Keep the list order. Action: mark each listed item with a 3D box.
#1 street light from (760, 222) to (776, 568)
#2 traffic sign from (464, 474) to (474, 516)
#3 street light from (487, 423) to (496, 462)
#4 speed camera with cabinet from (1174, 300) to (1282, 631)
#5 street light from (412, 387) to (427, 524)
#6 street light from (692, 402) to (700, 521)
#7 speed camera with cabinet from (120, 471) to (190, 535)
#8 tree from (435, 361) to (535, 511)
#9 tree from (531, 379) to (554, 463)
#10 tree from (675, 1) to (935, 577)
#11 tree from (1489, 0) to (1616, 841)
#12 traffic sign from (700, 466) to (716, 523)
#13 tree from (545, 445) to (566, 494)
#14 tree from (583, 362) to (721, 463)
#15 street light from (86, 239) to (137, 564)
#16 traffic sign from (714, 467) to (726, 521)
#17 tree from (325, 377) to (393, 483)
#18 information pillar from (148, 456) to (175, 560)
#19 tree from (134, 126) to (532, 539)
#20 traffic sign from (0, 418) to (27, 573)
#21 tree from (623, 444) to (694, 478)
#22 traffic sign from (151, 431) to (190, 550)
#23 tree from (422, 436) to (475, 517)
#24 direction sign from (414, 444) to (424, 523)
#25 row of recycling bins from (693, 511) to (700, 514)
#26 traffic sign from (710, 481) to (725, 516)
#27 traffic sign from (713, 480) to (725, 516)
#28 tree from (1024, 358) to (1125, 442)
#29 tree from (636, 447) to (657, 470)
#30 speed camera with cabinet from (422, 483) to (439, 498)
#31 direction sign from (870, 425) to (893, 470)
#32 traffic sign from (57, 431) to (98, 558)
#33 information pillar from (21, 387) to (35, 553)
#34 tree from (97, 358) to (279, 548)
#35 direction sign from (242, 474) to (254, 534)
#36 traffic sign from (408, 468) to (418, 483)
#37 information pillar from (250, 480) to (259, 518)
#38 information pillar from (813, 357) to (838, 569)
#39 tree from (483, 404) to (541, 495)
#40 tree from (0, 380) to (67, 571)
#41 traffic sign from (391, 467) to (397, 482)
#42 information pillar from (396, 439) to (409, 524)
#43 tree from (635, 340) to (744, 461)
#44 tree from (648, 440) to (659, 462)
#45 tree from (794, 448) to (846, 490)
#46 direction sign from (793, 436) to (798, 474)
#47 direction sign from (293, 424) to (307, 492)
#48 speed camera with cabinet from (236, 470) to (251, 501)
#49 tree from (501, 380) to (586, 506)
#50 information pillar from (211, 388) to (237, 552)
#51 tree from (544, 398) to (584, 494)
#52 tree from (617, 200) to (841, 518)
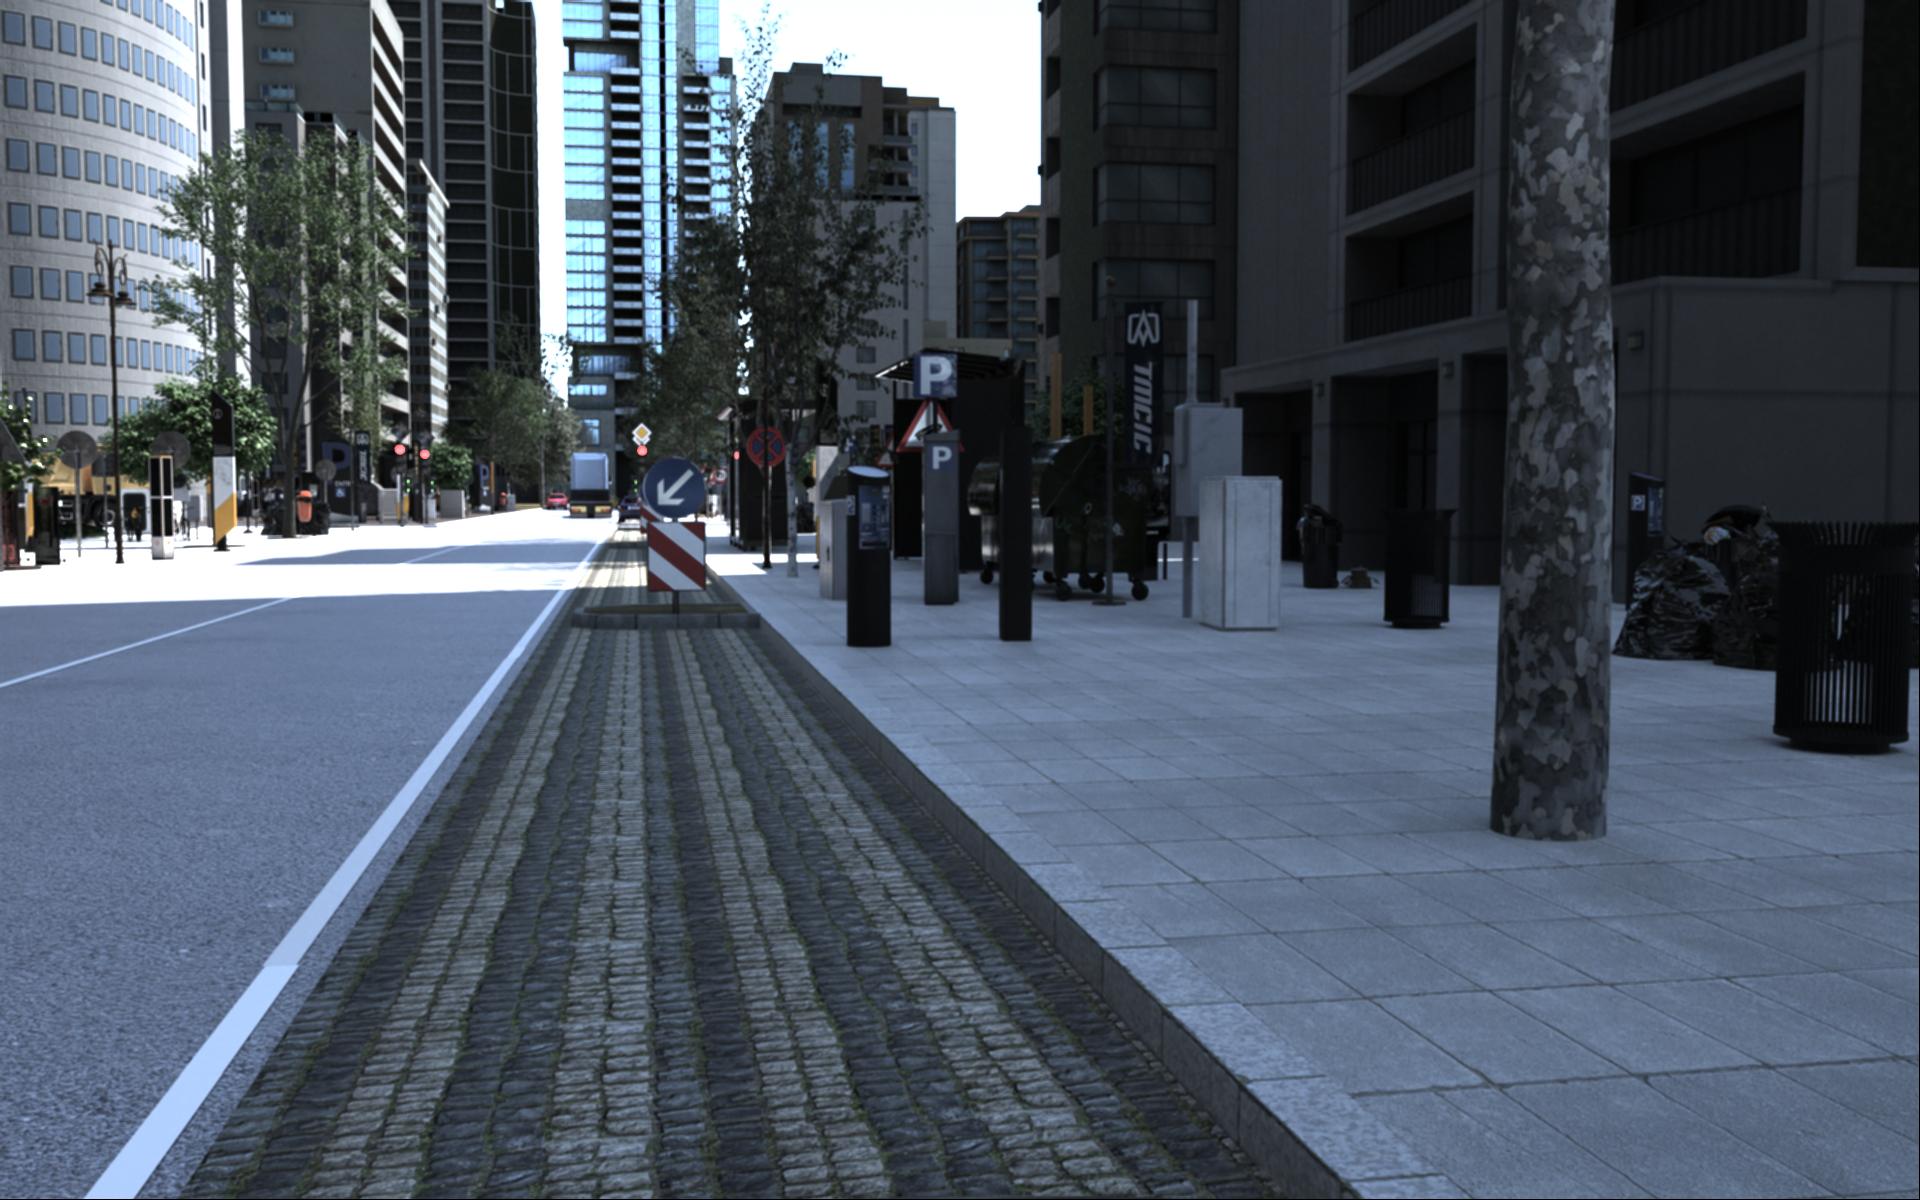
[{"bbox_3d":[-3.335,-3.484,29.752,0.468,5.910,1.993,-1,4,-11],"label":"street light"},{"bbox_3d":[-28.564,-6.132,100.357,0.768,2.556,0.104,0,4,-4],"label":"traffic sign"},{"bbox_3d":[-30.623,-8.598,113.372,0.468,5.910,1.993,-1,4,-11],"label":"street light"},{"bbox_3d":[2.625,-1.391,17.075,0.660,3.252,2.038,0,4,-6],"label":"speed camera with cabinet"},{"bbox_3d":[-23.419,-6.264,75.211,0.468,5.910,1.993,-1,4,-11],"label":"street light"},{"bbox_3d":[-10.390,-5.829,68.093,0.468,5.910,1.993,-1,4,-11],"label":"street light"},{"bbox_3d":[-25.523,-3.701,54.853,2.038,3.252,0.660,-1,4,-22],"label":"speed camera with cabinet"},{"bbox_3d":[-33.765,-11.505,122.523,8.767,10.594,7.601,2,4,35],"label":"tree"},{"bbox_3d":[-37.192,-13.298,143.176,9.928,11.665,9.643,0,3,0],"label":"tree"},{"bbox_3d":[-2.544,-4.649,26.381,4.360,8.622,3.978,0,3,0],"label":"tree"},{"bbox_3d":[2.965,-9.259,7.278,12.611,20.169,13.585,0,3,0],"label":"tree"},{"bbox_3d":[-11.361,-4.762,77.964,0.768,2.556,0.104,0,4,-4],"label":"traffic sign"},{"bbox_3d":[-47.765,-15.385,201.908,4.360,8.622,3.978,0,3,0],"label":"tree"},{"bbox_3d":[-26.048,-14.873,153.546,12.009,13.543,11.850,0,3,0],"label":"tree"},{"bbox_3d":[-15.418,-3.598,31.610,0.468,5.910,1.993,-1,4,-11],"label":"street light"},{"bbox_3d":[-11.212,-4.958,81.176,0.768,2.556,0.104,0,4,-4],"label":"traffic sign"},{"bbox_3d":[-35.181,-9.284,102.157,4.737,8.622,4.395,0,3,0],"label":"tree"},{"bbox_3d":[-15.511,-1.783,33.650,0.304,2.012,0.304,1,4,17],"label":"information pillar"},{"bbox_3d":[-19.243,-7.560,49.360,9.928,11.665,9.643,0,3,0],"label":"tree"},{"bbox_3d":[-15.674,-1.727,28.248,0.884,2.594,0.081,0,4,-1],"label":"traffic sign"},{"bbox_3d":[-36.650,-18.143,213.641,9.611,12.733,9.660,0,3,0],"label":"tree"},{"bbox_3d":[-15.925,-2.132,34.967,0.768,2.556,0.104,0,4,-3],"label":"traffic sign"},{"bbox_3d":[-28.969,-6.957,97.459,4.285,4.588,4.351,0,3,0],"label":"tree"},{"bbox_3d":[-24.344,-5.257,77.953,0.379,3.537,0.876,1,4,9],"label":"direction sign"},{"bbox_3d":[-17.637,-6.383,111.479,1.069,1.692,3.534,-2,4,-29],"label":"row of recycling bins"},{"bbox_3d":[-14.448,-6.311,103.184,0.884,2.594,0.081,-1,4,-9],"label":"traffic sign"},{"bbox_3d":[-14.226,-6.257,102.406,0.768,2.556,0.104,0,4,-2],"label":"traffic sign"},{"bbox_3d":[3.167,-3.562,41.951,4.285,4.588,4.351,0,3,0],"label":"tree"},{"bbox_3d":[-29.316,-13.371,168.979,4.737,8.622,4.395,0,3,0],"label":"tree"},{"bbox_3d":[-43.587,-9.014,141.707,2.038,3.252,0.660,0,4,2],"label":"speed camera with cabinet"},{"bbox_3d":[-2.530,-3.950,56.574,0.876,3.537,0.379,1,4,23],"label":"direction sign"},{"bbox_3d":[-17.700,-2.119,34.747,0.768,2.556,0.104,-1,4,-9],"label":"traffic sign"},{"bbox_3d":[-20.347,-2.841,37.807,0.183,3.616,0.504,-3,4,-38],"label":"information pillar"},{"bbox_3d":[-18.145,-3.569,42.061,4.285,4.588,4.351,0,3,0],"label":"tree"},{"bbox_3d":[-23.222,-3.939,56.401,0.379,3.537,0.876,-2,4,-29],"label":"direction sign"},{"bbox_3d":[-26.510,-5.135,84.057,0.768,2.556,0.104,0,4,-2],"label":"traffic sign"},{"bbox_3d":[-37.083,-5.295,91.068,0.304,2.012,0.304,-3,5,-43],"label":"information pillar"},{"bbox_3d":[-2.305,-2.355,29.858,0.183,3.616,0.504,3,4,38],"label":"information pillar"},{"bbox_3d":[-34.548,-11.151,132.677,4.360,8.622,3.978,0,3,0],"label":"tree"},{"bbox_3d":[-16.050,-2.127,29.371,1.663,3.219,1.824,0,3,0],"label":"tree"},{"bbox_3d":[-25.060,-4.729,77.432,0.768,2.556,0.104,0,4,-5],"label":"traffic sign"},{"bbox_3d":[-23.695,-5.030,73.590,0.504,3.616,0.183,-3,5,-39],"label":"information pillar"},{"bbox_3d":[-17.913,-11.566,114.860,9.928,11.665,9.643,0,3,0],"label":"tree"},{"bbox_3d":[-20.025,-10.522,122.401,4.360,8.622,3.978,0,3,0],"label":"tree"},{"bbox_3d":[-10.240,-8.447,121.828,4.285,4.588,4.351,0,3,0],"label":"tree"},{"bbox_3d":[-6.775,-4.627,67.651,0.876,3.537,0.379,-1,4,-13],"label":"direction sign"},{"bbox_3d":[-21.537,-3.945,56.495,0.876,3.537,0.379,3,5,39],"label":"direction sign"},{"bbox_3d":[-43.071,-6.712,104.071,0.660,3.252,2.038,0,4,-4],"label":"speed camera with cabinet"},{"bbox_3d":[-46.479,-17.462,192.154,9.857,13.997,8.962,0,3,0],"label":"tree"},{"bbox_3d":[-16.351,-2.881,38.457,0.504,3.616,0.183,0,4,6],"label":"information pillar"},{"bbox_3d":[-50.369,-18.853,218.611,12.009,13.543,11.850,0,3,0],"label":"tree"},{"bbox_3d":[-7.480,-7.433,55.947,7.601,10.594,8.767,-1,4,-22],"label":"tree"}]
